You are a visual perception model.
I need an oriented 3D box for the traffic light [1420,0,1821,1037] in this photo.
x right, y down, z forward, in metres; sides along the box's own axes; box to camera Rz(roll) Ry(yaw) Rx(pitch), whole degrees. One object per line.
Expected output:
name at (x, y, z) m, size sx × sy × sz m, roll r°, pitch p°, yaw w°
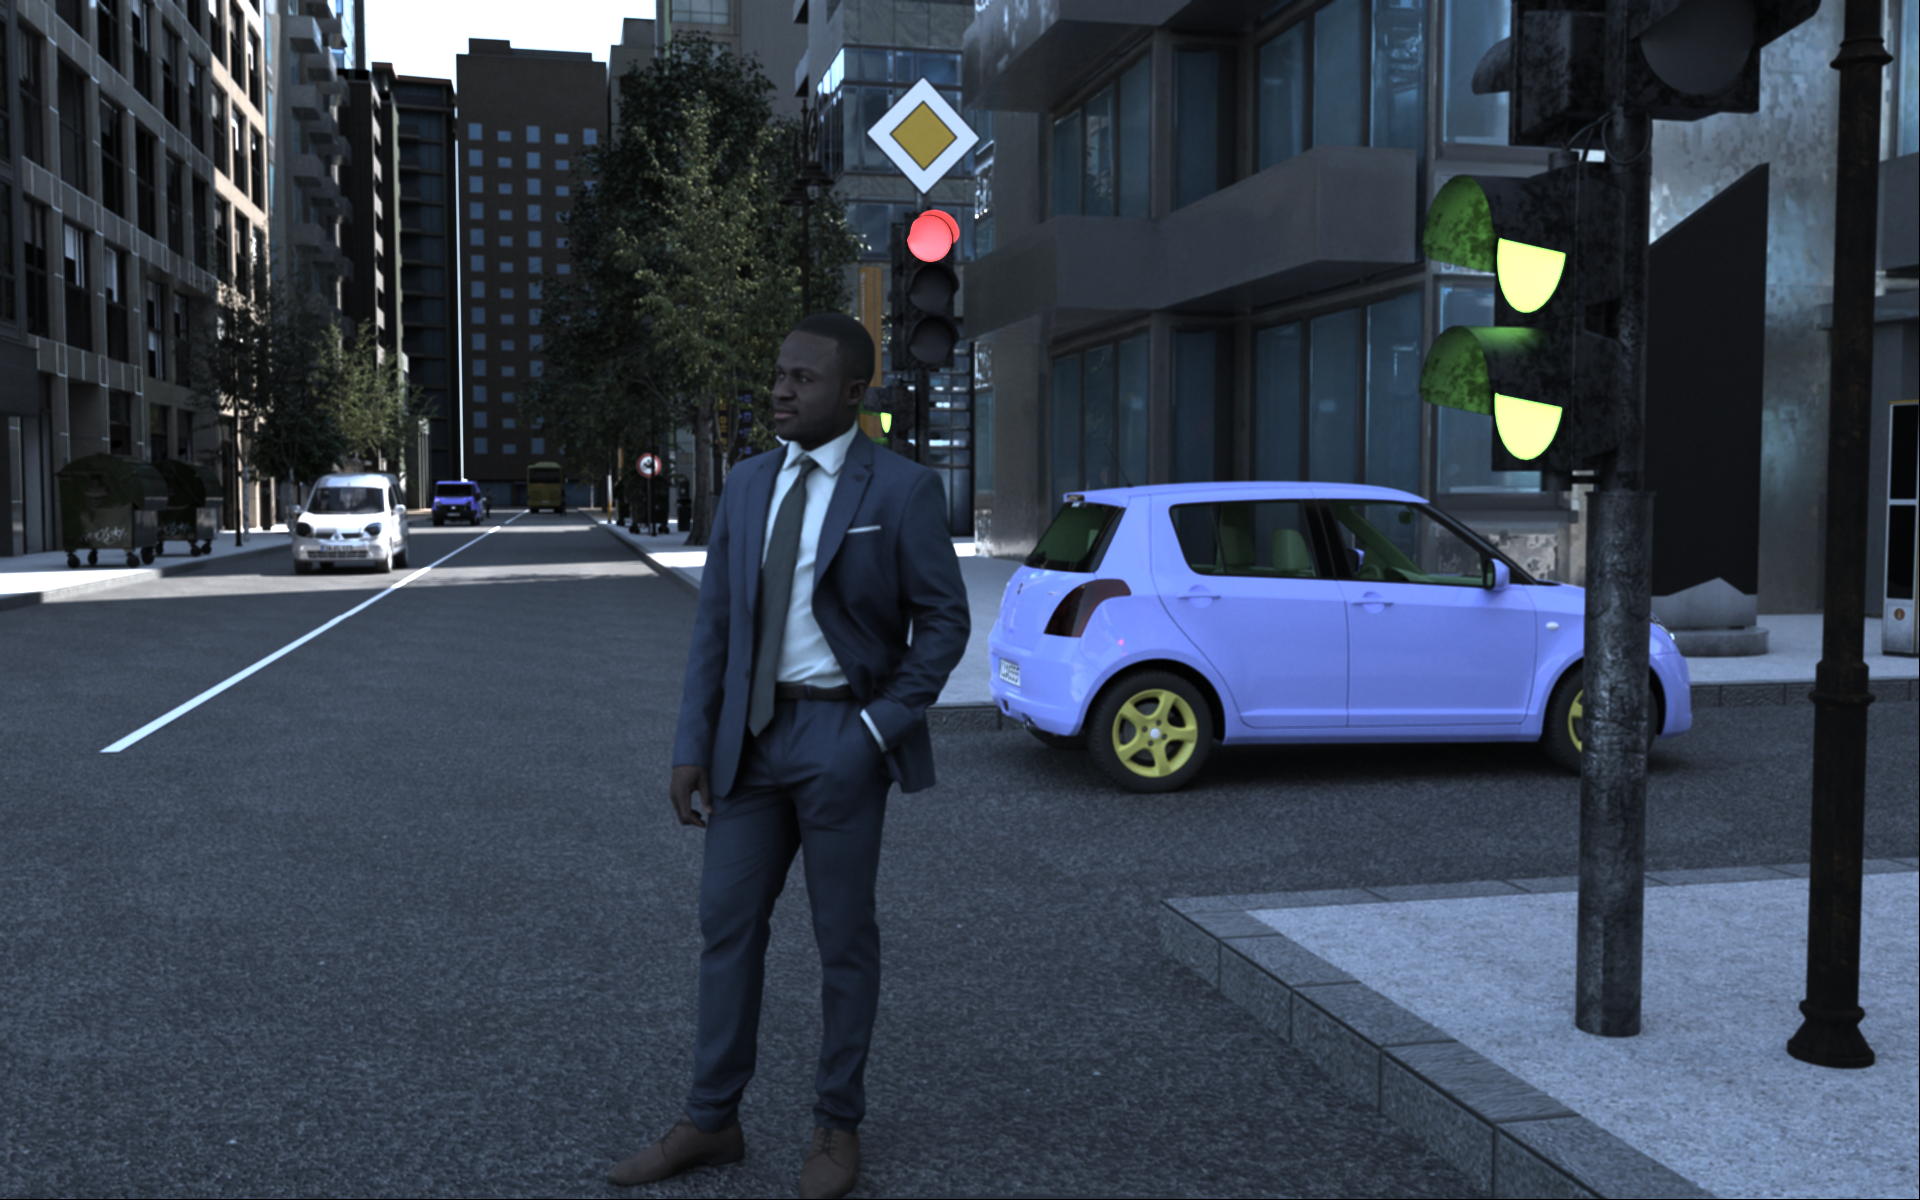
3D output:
traffic light at (1.537, -0.925, 4.042) m, size 0.839 × 4.253 × 0.868 m, roll -1°, pitch 4°, yaw -13°

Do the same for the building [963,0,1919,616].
building at (14.952, -24.985, 28.120) m, size 30.456 × 49.044 × 23.786 m, roll -1°, pitch 4°, yaw -13°

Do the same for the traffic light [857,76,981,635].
traffic light at (-0.277, -1.400, 11.819) m, size 0.839 × 4.253 × 0.868 m, roll -1°, pitch 4°, yaw -13°

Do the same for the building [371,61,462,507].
building at (-65.311, -31.793, 174.444) m, size 28.867 × 44.769 × 22.147 m, roll -1°, pitch 4°, yaw -13°

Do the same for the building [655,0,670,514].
building at (-10.619, -35.412, 120.983) m, size 21.231 × 58.520 × 28.212 m, roll -1°, pitch 4°, yaw -13°

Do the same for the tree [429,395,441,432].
tree at (-27.781, -8.185, 84.191) m, size 4.737 × 8.622 × 4.395 m, roll 0°, pitch 3°, yaw 0°

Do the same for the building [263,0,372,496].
building at (-45.535, -28.979, 93.411) m, size 23.786 × 49.044 × 30.456 m, roll -1°, pitch 4°, yaw -13°

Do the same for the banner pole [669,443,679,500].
banner pole at (-14.040, -5.823, 85.227) m, size 0.863 × 3.779 × 0.401 m, roll 3°, pitch 4°, yaw 36°

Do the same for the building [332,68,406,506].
building at (-45.659, -21.125, 117.102) m, size 14.160 × 30.474 × 14.107 m, roll -1°, pitch 4°, yaw -13°

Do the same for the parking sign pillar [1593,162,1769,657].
parking sign pillar at (5.889, -1.573, 14.193) m, size 1.447 × 3.967 × 1.447 m, roll -1°, pitch 4°, yaw -15°

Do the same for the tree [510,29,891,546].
tree at (-6.352, -7.716, 43.158) m, size 9.611 × 12.733 × 9.660 m, roll 0°, pitch 3°, yaw 0°

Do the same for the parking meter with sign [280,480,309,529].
parking meter with sign at (-24.098, -4.090, 63.131) m, size 0.543 × 3.016 × 1.738 m, roll -3°, pitch 5°, yaw -43°

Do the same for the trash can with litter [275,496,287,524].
trash can with litter at (-29.705, -3.942, 75.513) m, size 1.678 × 1.210 × 2.233 m, roll -2°, pitch 4°, yaw -25°

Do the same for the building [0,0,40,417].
building at (-22.474, -13.914, 20.997) m, size 14.314 × 27.812 × 24.014 m, roll -1°, pitch 4°, yaw -13°

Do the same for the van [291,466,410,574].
van at (-11.391, -1.560, 32.514) m, size 2.013 × 2.044 × 4.112 m, roll -1°, pitch 4°, yaw -11°

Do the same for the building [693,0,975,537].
building at (2.049, -46.021, 65.118) m, size 22.319 × 86.520 × 31.000 m, roll -1°, pitch 4°, yaw -13°

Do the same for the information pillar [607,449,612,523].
information pillar at (-15.534, -5.219, 76.693) m, size 0.183 × 3.616 × 0.504 m, roll 0°, pitch 4°, yaw -5°

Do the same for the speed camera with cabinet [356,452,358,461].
speed camera with cabinet at (-26.636, -4.908, 74.575) m, size 2.038 × 3.252 × 0.660 m, roll 1°, pitch 4°, yaw 17°

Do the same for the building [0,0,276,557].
building at (-32.525, -14.947, 48.899) m, size 19.350 × 26.468 × 34.151 m, roll -1°, pitch 4°, yaw -13°

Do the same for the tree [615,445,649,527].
tree at (-12.406, -4.435, 67.115) m, size 1.663 × 3.219 × 1.824 m, roll 0°, pitch 3°, yaw 0°

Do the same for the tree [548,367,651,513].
tree at (-24.610, -12.200, 117.602) m, size 7.486 × 12.596 × 7.792 m, roll 0°, pitch 3°, yaw 0°

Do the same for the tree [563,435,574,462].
tree at (-20.964, -9.398, 104.019) m, size 4.737 × 8.622 × 4.395 m, roll 0°, pitch 3°, yaw 0°

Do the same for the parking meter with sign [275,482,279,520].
parking meter with sign at (-31.110, -5.074, 79.225) m, size 1.738 × 3.016 × 0.543 m, roll -1°, pitch 4°, yaw -23°

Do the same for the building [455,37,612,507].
building at (-42.811, -32.092, 174.821) m, size 14.200 × 45.320 × 14.600 m, roll -1°, pitch 4°, yaw -13°

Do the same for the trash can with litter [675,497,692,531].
trash can with litter at (-9.569, -2.948, 59.588) m, size 0.624 × 1.170 × 1.055 m, roll -1°, pitch 4°, yaw -17°

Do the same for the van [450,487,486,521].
van at (-26.238, -5.207, 92.139) m, size 2.013 × 2.044 × 4.112 m, roll -1°, pitch 4°, yaw -14°

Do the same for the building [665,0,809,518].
building at (-9.933, -25.453, 99.747) m, size 14.154 × 41.232 × 14.086 m, roll -1°, pitch 4°, yaw -13°

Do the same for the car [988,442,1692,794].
car at (2.020, 0.019, 9.274) m, size 3.694 × 1.707 × 1.945 m, roll -1°, pitch 4°, yaw -12°

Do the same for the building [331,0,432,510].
building at (-59.575, -50.423, 137.080) m, size 31.000 × 86.520 × 22.319 m, roll -1°, pitch 4°, yaw -13°

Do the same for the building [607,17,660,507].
building at (-26.207, -34.176, 182.482) m, size 21.600 × 48.544 × 21.300 m, roll -1°, pitch 4°, yaw -13°

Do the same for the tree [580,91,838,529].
tree at (-4.302, -4.992, 31.989) m, size 4.737 × 8.622 × 4.395 m, roll 0°, pitch 3°, yaw 0°

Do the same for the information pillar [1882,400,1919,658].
information pillar at (7.526, -0.560, 13.648) m, size 0.304 × 2.012 × 0.304 m, roll -2°, pitch 4°, yaw -24°

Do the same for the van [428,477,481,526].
van at (-23.048, -4.583, 79.316) m, size 2.240 × 2.365 × 5.245 m, roll -1°, pitch 4°, yaw -13°

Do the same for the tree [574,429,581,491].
tree at (-11.573, -6.904, 63.250) m, size 4.737 × 8.622 × 4.395 m, roll 0°, pitch 3°, yaw 0°
